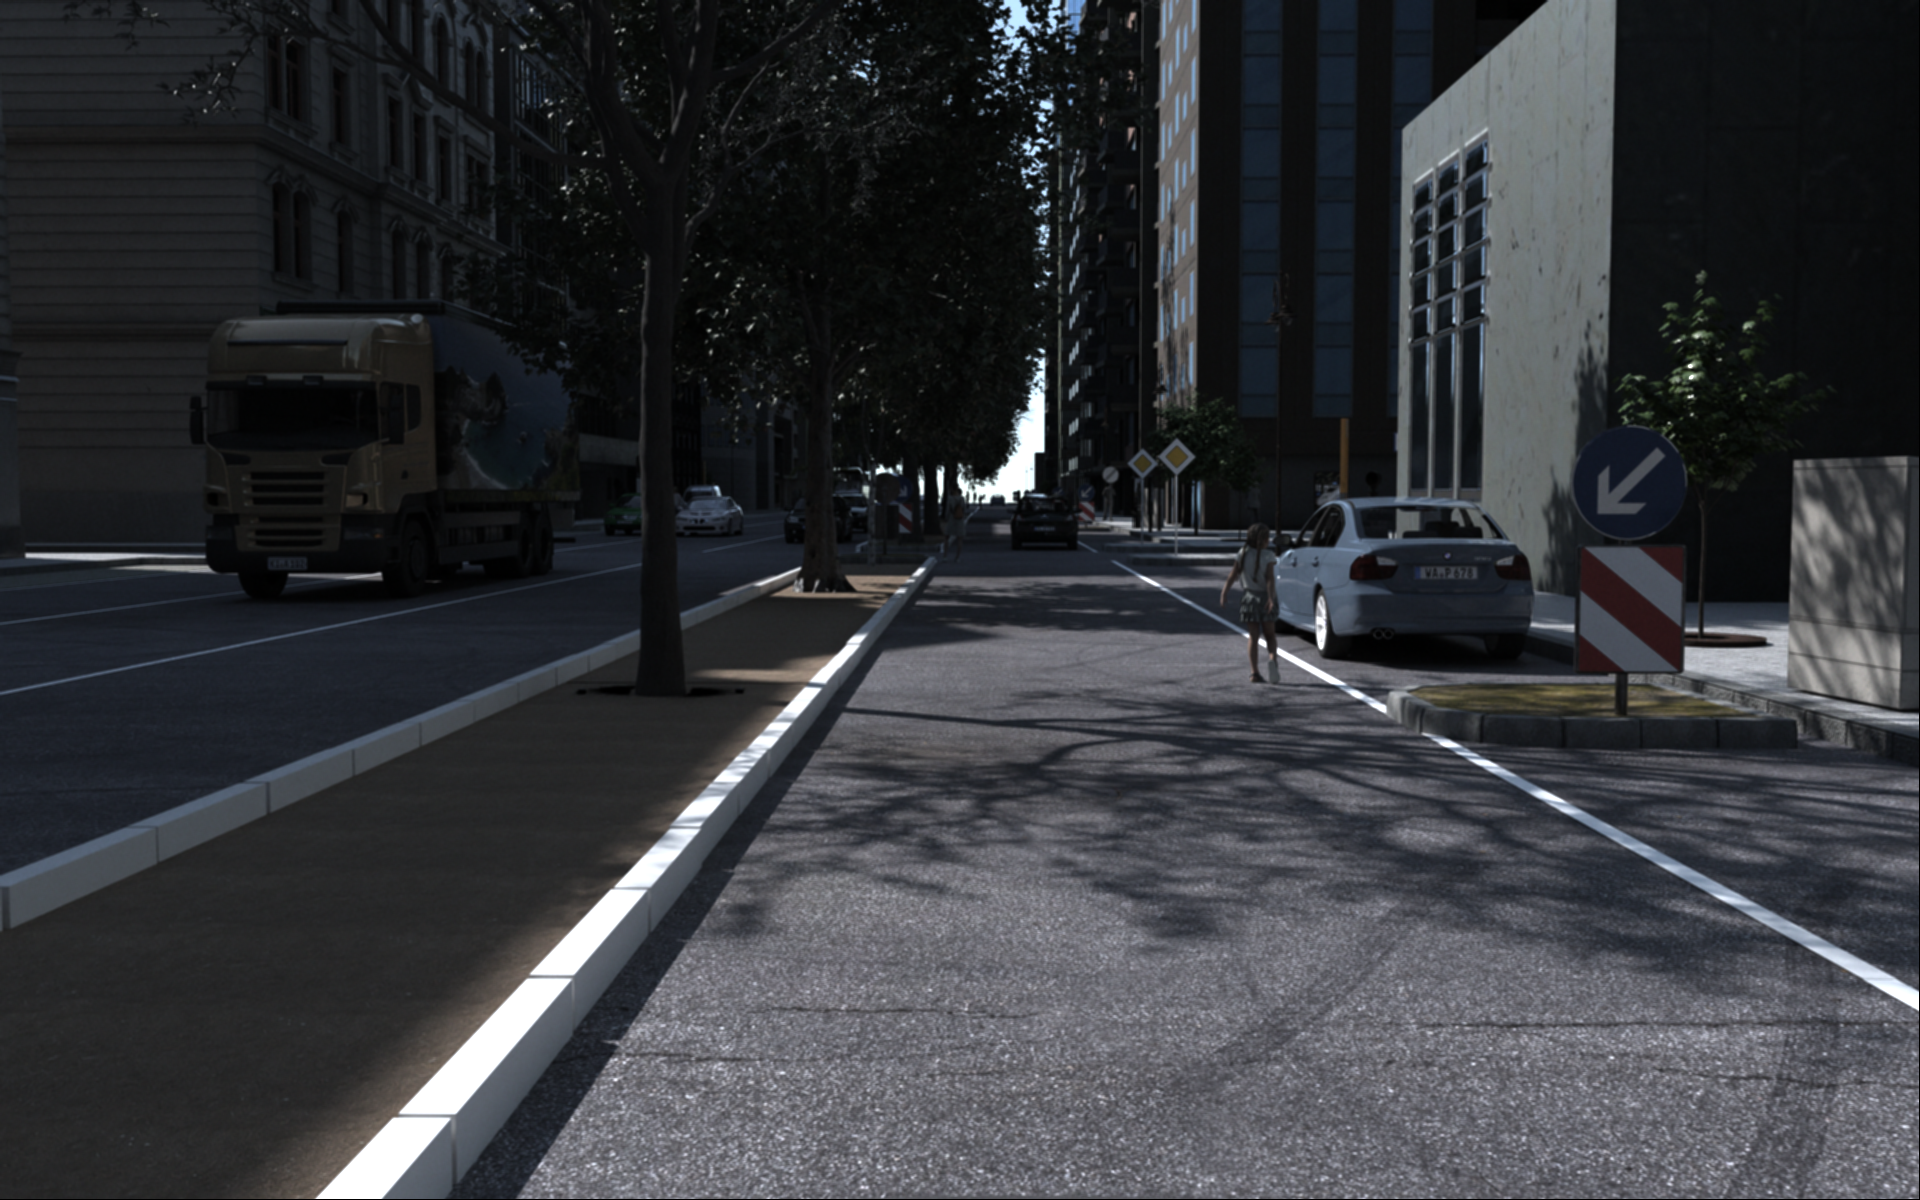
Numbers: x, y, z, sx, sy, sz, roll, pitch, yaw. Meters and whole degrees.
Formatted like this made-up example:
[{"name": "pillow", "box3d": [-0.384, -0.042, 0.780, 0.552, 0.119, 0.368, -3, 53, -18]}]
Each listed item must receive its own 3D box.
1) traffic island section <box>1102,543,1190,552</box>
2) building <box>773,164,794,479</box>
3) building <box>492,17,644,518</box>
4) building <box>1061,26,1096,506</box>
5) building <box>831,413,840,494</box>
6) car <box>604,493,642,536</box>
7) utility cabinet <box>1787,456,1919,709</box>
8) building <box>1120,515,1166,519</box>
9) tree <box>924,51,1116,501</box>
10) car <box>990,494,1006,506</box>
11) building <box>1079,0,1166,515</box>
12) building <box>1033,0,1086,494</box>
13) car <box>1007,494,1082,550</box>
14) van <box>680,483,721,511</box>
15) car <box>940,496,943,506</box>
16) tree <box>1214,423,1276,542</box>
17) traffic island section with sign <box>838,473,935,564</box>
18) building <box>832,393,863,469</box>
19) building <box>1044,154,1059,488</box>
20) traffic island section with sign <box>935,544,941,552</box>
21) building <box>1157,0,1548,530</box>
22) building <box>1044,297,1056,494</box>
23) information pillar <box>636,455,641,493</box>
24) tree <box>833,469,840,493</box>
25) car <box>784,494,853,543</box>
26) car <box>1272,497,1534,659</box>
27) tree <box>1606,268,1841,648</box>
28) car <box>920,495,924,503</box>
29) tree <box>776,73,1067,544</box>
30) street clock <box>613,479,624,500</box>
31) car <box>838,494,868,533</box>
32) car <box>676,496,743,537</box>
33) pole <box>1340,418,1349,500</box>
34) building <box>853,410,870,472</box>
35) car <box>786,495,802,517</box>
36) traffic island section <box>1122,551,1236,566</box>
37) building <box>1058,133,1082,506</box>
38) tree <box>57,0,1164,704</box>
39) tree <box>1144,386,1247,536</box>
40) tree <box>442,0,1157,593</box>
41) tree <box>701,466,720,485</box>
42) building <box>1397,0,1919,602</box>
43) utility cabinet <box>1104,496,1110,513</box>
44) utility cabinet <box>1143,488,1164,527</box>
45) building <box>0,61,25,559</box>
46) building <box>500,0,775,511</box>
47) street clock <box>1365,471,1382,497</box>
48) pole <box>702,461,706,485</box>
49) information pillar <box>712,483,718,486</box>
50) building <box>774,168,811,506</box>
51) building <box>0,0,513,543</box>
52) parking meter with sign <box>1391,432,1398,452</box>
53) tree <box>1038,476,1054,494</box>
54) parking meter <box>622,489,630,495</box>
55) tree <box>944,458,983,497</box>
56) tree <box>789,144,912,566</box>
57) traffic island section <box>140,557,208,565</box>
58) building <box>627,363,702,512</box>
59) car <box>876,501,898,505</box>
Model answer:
[{"name": "traffic island section", "box3d": [4.645, -1.315, 43.775, 2.009, 0.180, 2.903, 0, 4, 1]}, {"name": "building", "box3d": [-30.407, -34.980, 161.156, 28.713, 52.752, 27.495, 0, 4, 1]}, {"name": "building", "box3d": [-24.694, -16.155, 83.203, 14.314, 24.678, 30.058, 0, 4, 1]}, {"name": "building", "box3d": [21.878, -33.257, 163.357, 23.786, 49.044, 30.456, 0, 4, 1]}, {"name": "building", "box3d": [-27.028, -36.671, 219.185, 23.786, 49.044, 30.456, 0, 4, 1]}, {"name": "car", "box3d": [-11.276, -3.201, 61.130, 1.959, 1.807, 4.718, 0, 4, 3]}, {"name": "utility cabinet", "box3d": [5.612, -0.124, 10.705, 0.318, 1.500, 1.173, 0, 4, -5]}, {"name": "building", "box3d": [19.014, -26.997, 96.027, 22.147, 44.769, 28.867, 0, 4, 1]}, {"name": "tree", "box3d": [-0.147, -13.120, 72.857, 12.611, 20.169, 13.585, 0, 3, 0]}, {"name": "car", "box3d": [4.511, -11.954, 207.454, 2.014, 1.417, 4.499, 0, 4, 2]}, {"name": "building", "box3d": [20.496, -29.314, 133.901, 22.147, 44.769, 28.867, 0, 4, 1]}, {"name": "building", "box3d": [22.640, -57.934, 259.893, 22.319, 86.520, 31.000, 0, 4, 1]}, {"name": "car", "box3d": [2.230, -2.196, 45.689, 2.009, 1.686, 4.222, 0, 4, 3]}, {"name": "van", "box3d": [-11.745, -4.370, 78.457, 2.013, 2.044, 4.112, 0, 4, -1]}, {"name": "car", "box3d": [-1.374, -11.943, 207.058, 2.131, 1.459, 4.920, 0, 4, 1]}, {"name": "tree", "box3d": [7.773, -3.218, 47.216, 1.663, 3.219, 1.824, 0, 3, 0]}, {"name": "traffic island section with sign", "box3d": [-1.612, -1.712, 36.135, 2.006, 1.907, 1.989, 0, 4, 1]}, {"name": "building", "box3d": [-25.645, -36.347, 248.903, 22.147, 44.769, 28.867, 0, 4, 1]}, {"name": "building", "box3d": [21.894, -34.409, 217.215, 22.147, 44.769, 28.867, 0, 4, 1]}, {"name": "traffic island section with sign", "box3d": [-1.475, -2.165, 43.541, 2.006, 1.907, 1.989, 0, 4, 1]}, {"name": "building", "box3d": [15.311, -25.473, 66.591, 14.600, 45.320, 14.200, 0, 4, 1]}, {"name": "building", "box3d": [18.620, -28.591, 239.158, 14.160, 30.474, 14.107, 0, 4, 1]}, {"name": "information pillar", "box3d": [-16.691, -6.077, 90.716, 0.504, 3.616, 0.183, 0, 4, -7]}, {"name": "tree", "box3d": [-14.716, -12.959, 195.595, 4.285, 4.588, 4.351, 0, 3, 0]}, {"name": "car", "box3d": [-4.205, -2.569, 51.785, 2.009, 1.686, 4.222, 0, 4, 2]}, {"name": "car", "box3d": [4.037, -0.267, 16.365, 2.014, 1.417, 4.499, 0, 4, 1]}, {"name": "tree", "box3d": [6.380, -1.248, 15.006, 1.663, 3.219, 1.824, 0, 3, 0]}, {"name": "car", "box3d": [-5.199, -14.292, 246.037, 2.083, 1.381, 4.827, 0, 4, 1]}, {"name": "tree", "box3d": [-1.362, -8.593, 49.614, 9.857, 13.997, 8.962, 0, 3, 0]}, {"name": "street clock", "box3d": [-16.259, -4.768, 82.524, 0.471, 2.002, 0.358, 2, 4, 30]}, {"name": "car", "box3d": [-4.166, -3.383, 65.104, 2.009, 1.686, 4.222, 0, 4, -1]}, {"name": "car", "box3d": [-8.607, -2.891, 59.632, 2.083, 1.381, 4.827, 0, 4, 1]}, {"name": "pole", "box3d": [10.349, -3.231, 46.668, 0.158, 3.312, 0.155, 0, 3, 0]}, {"name": "building", "box3d": [-21.633, -30.521, 270.721, 14.160, 30.474, 14.107, 0, 4, 1]}, {"name": "car", "box3d": [-4.798, -2.959, 58.171, 2.009, 1.686, 4.222, 0, 4, 1]}, {"name": "traffic island section", "box3d": [4.508, -0.826, 35.791, 2.009, 0.180, 2.903, 0, 4, 1]}, {"name": "building", "box3d": [17.563, -30.722, 185.902, 14.154, 41.232, 14.086, 0, 4, 1]}, {"name": "tree", "box3d": [-2.163, -6.071, 12.086, 12.009, 13.543, 11.850, 0, 3, 0]}, {"name": "tree", "box3d": [7.271, -4.249, 53.181, 4.285, 4.588, 4.351, 0, 3, 0]}, {"name": "tree", "box3d": [-2.040, -6.452, 24.955, 9.611, 12.733, 9.660, 0, 3, 0]}, {"name": "tree", "box3d": [-17.087, -7.511, 117.411, 1.663, 3.219, 1.824, 0, 3, 0]}, {"name": "building", "box3d": [18.689, -42.815, 12.701, 22.319, 86.520, 31.000, 0, 4, 1]}, {"name": "utility cabinet", "box3d": [9.918, -6.377, 115.426, 0.306, 1.237, 1.020, -1, 4, -21]}, {"name": "utility cabinet", "box3d": [7.402, -3.528, 66.357, 0.318, 1.500, 1.173, -2, 4, -24]}, {"name": "building", "box3d": [-27.844, -11.046, 29.759, 18.267, 20.994, 9.793, 0, 4, 1]}, {"name": "building", "box3d": [-26.572, -36.115, 132.475, 21.231, 58.520, 28.212, 0, 4, 1]}, {"name": "street clock", "box3d": [13.193, -3.102, 55.285, 0.471, 2.002, 0.358, 3, 5, 44]}, {"name": "pole", "box3d": [-15.778, -6.908, 106.791, 0.158, 3.312, 0.155, 0, 3, 0]}, {"name": "information pillar", "box3d": [-16.290, -6.773, 115.237, 0.304, 2.012, 0.304, -3, 5, -42]}, {"name": "building", "box3d": [-23.448, -30.492, 182.143, 14.154, 41.232, 14.086, 0, 4, 1]}, {"name": "building", "box3d": [-24.237, -16.420, 55.854, 14.401, 28.519, 23.554, 0, 4, 1]}, {"name": "parking meter with sign", "box3d": [12.819, -3.181, 48.276, 0.543, 3.016, 1.738, -2, 4, -29]}, {"name": "tree", "box3d": [9.123, -11.778, 187.163, 1.663, 3.219, 1.824, 0, 3, 0]}, {"name": "parking meter", "box3d": [-16.347, -4.667, 84.719, 0.372, 1.533, 0.369, 0, 3, 0]}, {"name": "tree", "box3d": [-0.513, -7.932, 82.501, 4.360, 8.622, 3.978, 0, 3, 0]}, {"name": "tree", "box3d": [-1.781, -4.975, 34.167, 4.737, 8.622, 4.395, 0, 3, 0]}, {"name": "traffic island section", "box3d": [-15.431, -0.848, 36.139, 2.009, 0.180, 2.903, 0, 4, 1]}, {"name": "building", "box3d": [-23.448, -16.941, 106.666, 12.332, 23.373, 15.834, 0, 4, 1]}, {"name": "car", "box3d": [-5.832, -8.001, 140.412, 1.945, 1.707, 3.694, 0, 4, 3]}]
